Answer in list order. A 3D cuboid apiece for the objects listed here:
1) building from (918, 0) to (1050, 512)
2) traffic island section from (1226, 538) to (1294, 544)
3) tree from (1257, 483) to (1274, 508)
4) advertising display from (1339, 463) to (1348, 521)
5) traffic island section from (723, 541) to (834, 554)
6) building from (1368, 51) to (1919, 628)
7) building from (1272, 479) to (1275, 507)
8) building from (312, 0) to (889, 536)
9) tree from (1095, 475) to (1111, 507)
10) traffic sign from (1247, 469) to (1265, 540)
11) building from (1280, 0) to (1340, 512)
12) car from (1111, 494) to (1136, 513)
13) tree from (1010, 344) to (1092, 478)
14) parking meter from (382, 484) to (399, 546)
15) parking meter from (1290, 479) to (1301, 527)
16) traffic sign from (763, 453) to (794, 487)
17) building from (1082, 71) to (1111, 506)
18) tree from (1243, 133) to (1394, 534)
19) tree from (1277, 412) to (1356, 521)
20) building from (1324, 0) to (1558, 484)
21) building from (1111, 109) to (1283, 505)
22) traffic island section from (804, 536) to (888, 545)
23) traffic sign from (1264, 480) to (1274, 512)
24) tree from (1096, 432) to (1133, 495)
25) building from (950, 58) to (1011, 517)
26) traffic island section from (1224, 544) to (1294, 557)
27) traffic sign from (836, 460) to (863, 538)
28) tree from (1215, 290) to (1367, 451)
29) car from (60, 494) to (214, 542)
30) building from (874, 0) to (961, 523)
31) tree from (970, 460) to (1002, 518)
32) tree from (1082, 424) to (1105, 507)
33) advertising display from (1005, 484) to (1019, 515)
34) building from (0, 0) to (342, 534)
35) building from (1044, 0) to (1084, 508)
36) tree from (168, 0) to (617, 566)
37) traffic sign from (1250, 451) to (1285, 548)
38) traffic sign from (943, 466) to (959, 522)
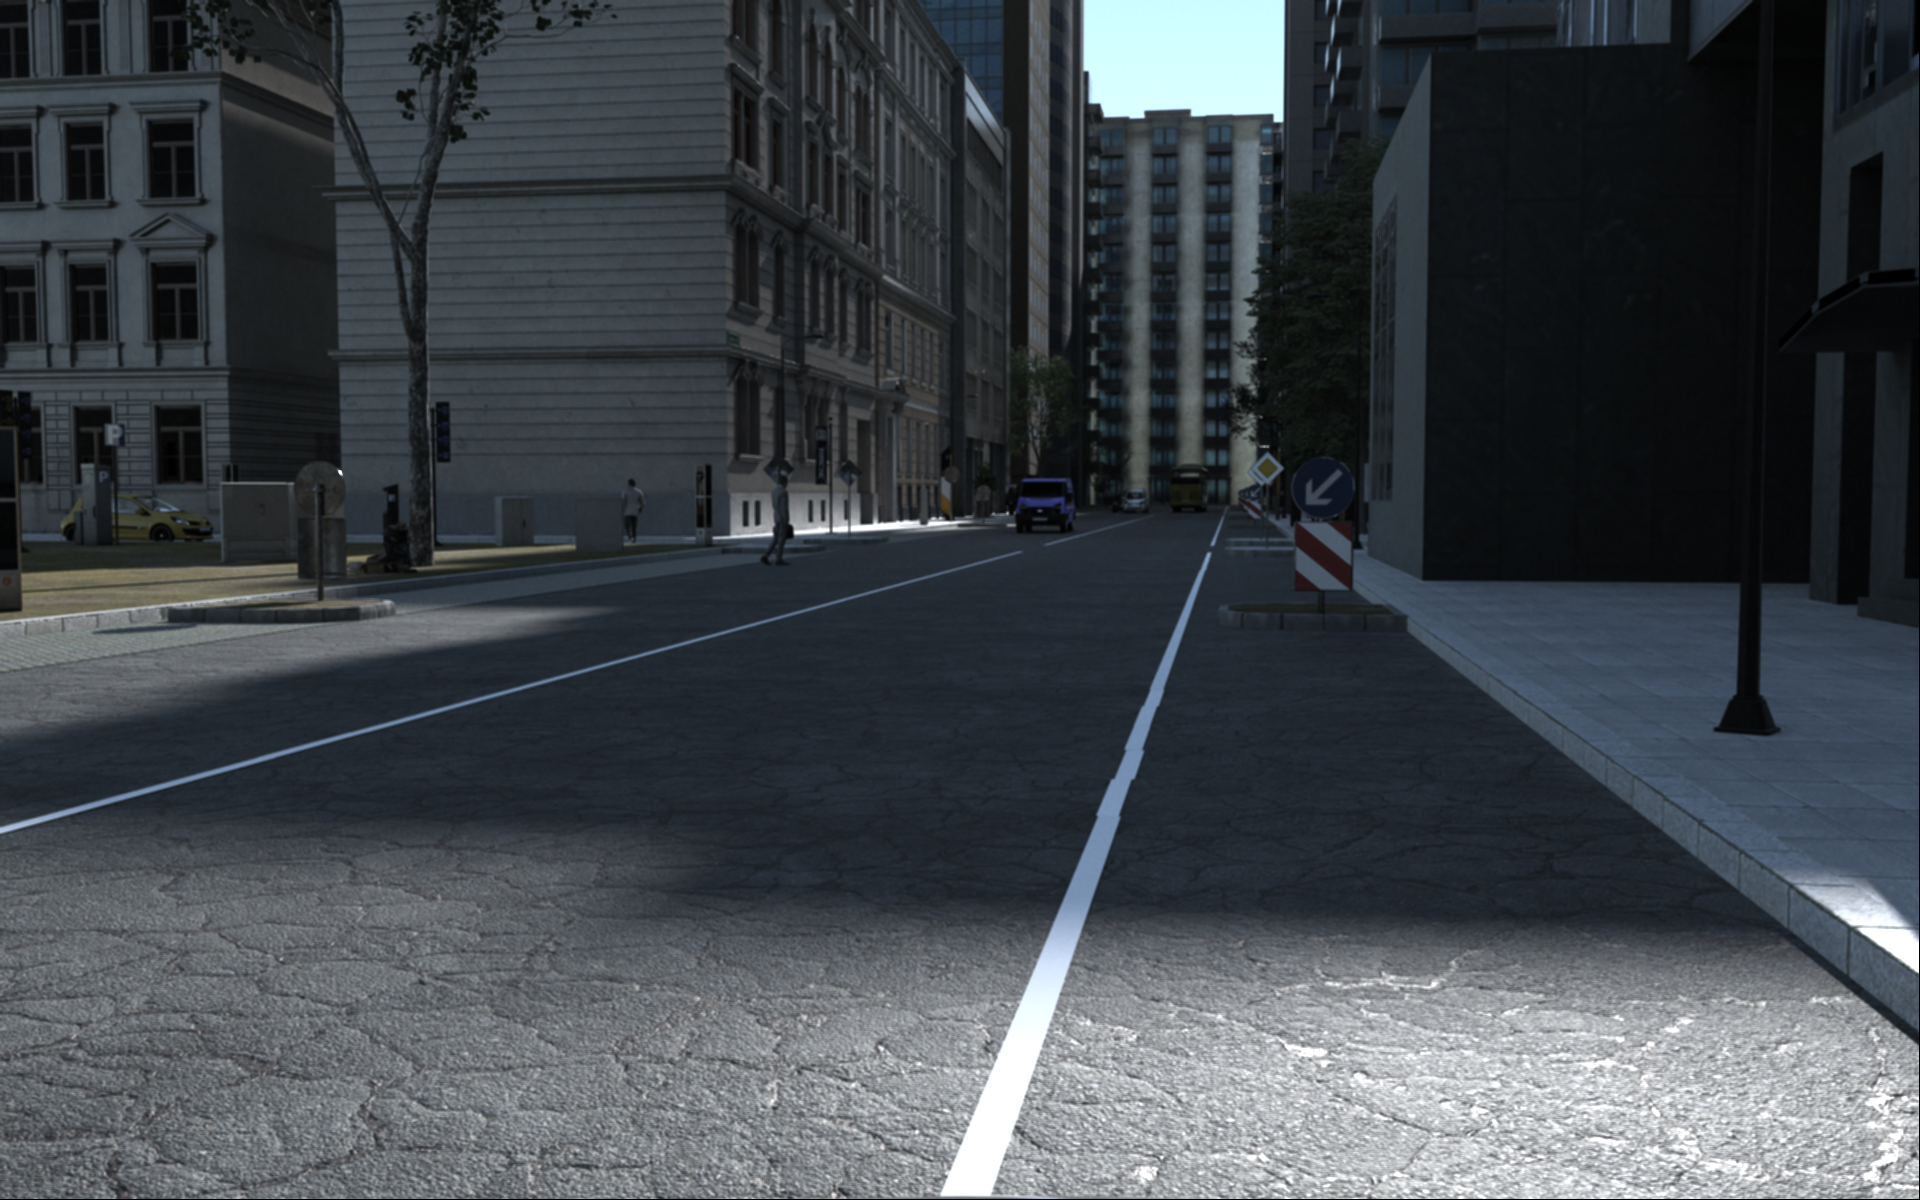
[{"bbox_3d":[-0.776,-29.520,132.765,14.600,45.320,14.200,1,4,9],"label":"building"},{"bbox_3d":[8.496,-1.618,48.741,2.009,0.180,2.903,1,4,9],"label":"traffic island section"},{"bbox_3d":[29.852,-10.872,172.364,1.663,3.219,1.824,0,3,0],"label":"tree"},{"bbox_3d":[8.067,-1.911,36.466,0.123,1.923,0.974,1,4,15],"label":"advertising display"},{"bbox_3d":[-4.490,-1.249,42.695,2.009,0.180,2.903,1,4,9],"label":"traffic island section"},{"bbox_3d":[17.104,-43.040,16.372,22.319,86.520,31.000,1,4,9],"label":"building"},{"bbox_3d":[49.389,-29.950,181.564,32.217,40.220,23.993,1,4,9],"label":"building"},{"bbox_3d":[-11.378,-16.893,63.583,14.401,28.519,23.554,1,4,9],"label":"building"},{"bbox_3d":[14.672,-11.173,177.282,1.663,3.219,1.824,0,3,0],"label":"tree"},{"bbox_3d":[8.471,-2.754,48.667,0.795,2.450,0.064,1,4,9],"label":"traffic sign"},{"bbox_3d":[35.928,-36.296,135.440,21.231,58.520,28.212,1,4,9],"label":"building"},{"bbox_3d":[12.798,-7.658,134.994,2.009,1.686,4.222,1,4,8],"label":"car"},{"bbox_3d":[5.591,-11.918,120.615,9.928,11.665,9.643,0,3,0],"label":"tree"},{"bbox_3d":[-13.982,-2.088,42.550,0.372,1.533,0.369,0,3,0],"label":"parking meter"},{"bbox_3d":[13.306,-3.842,68.526,0.399,1.863,0.255,-1,4,-11],"label":"parking meter"},{"bbox_3d":[-4.466,-2.385,42.630,0.795,2.450,0.064,1,4,9],"label":"traffic sign"},{"bbox_3d":[0.012,-34.805,188.665,30.456,49.044,23.786,1,4,9],"label":"building"},{"bbox_3d":[12.693,-8.367,54.925,7.486,12.596,7.792,0,3,0],"label":"tree"},{"bbox_3d":[13.561,-4.972,65.005,4.285,4.588,4.351,0,3,0],"label":"tree"},{"bbox_3d":[32.881,-29.404,100.369,23.786,49.044,30.456,1,4,9],"label":"building"},{"bbox_3d":[26.016,-36.629,218.494,30.456,49.044,23.786,1,4,9],"label":"building"},{"bbox_3d":[-3.252,-1.731,50.584,2.009,0.180,2.903,1,4,9],"label":"traffic island section"},{"bbox_3d":[21.602,-7.409,121.244,0.768,2.556,0.104,1,4,13],"label":"traffic sign"},{"bbox_3d":[18.194,-15.388,201.948,4.360,8.622,3.978,0,3,0],"label":"tree"},{"bbox_3d":[-4.156,-17.558,105.093,12.078,24.808,19.932,1,4,9],"label":"building"},{"bbox_3d":[7.257,-1.136,40.852,2.009,0.180,2.903,1,4,9],"label":"traffic island section"},{"bbox_3d":[-3.227,-2.867,50.518,0.795,2.450,0.064,1,4,9],"label":"traffic sign"},{"bbox_3d":[15.269,-8.893,79.819,7.601,10.594,8.767,-1,4,-17],"label":"tree"},{"bbox_3d":[-22.968,-2.337,48.440,3.980,1.641,2.015,0,4,8],"label":"car"},{"bbox_3d":[-8.090,-18.314,85.331,13.634,28.700,20.117,1,4,9],"label":"building"},{"bbox_3d":[1.261,-6.055,93.608,1.663,3.219,1.824,0,3,0],"label":"tree"},{"bbox_3d":[12.470,-13.514,171.312,4.737,8.622,4.395,0,3,0],"label":"tree"},{"bbox_3d":[3.158,-6.167,106.050,0.974,1.923,0.123,3,4,38],"label":"advertising display"},{"bbox_3d":[-32.156,-13.757,61.079,21.152,22.565,11.583,1,4,9],"label":"building"},{"bbox_3d":[-0.711,-37.422,153.853,21.231,58.520,28.212,1,4,9],"label":"building"},{"bbox_3d":[-10.868,-10.709,30.987,12.611,20.169,13.585,0,3,0],"label":"tree"},{"bbox_3d":[7.232,-2.271,40.779,0.795,2.450,0.064,1,4,9],"label":"traffic sign"},{"bbox_3d":[-0.404,-4.852,79.439,0.768,2.556,0.104,1,4,16],"label":"traffic sign"}]
